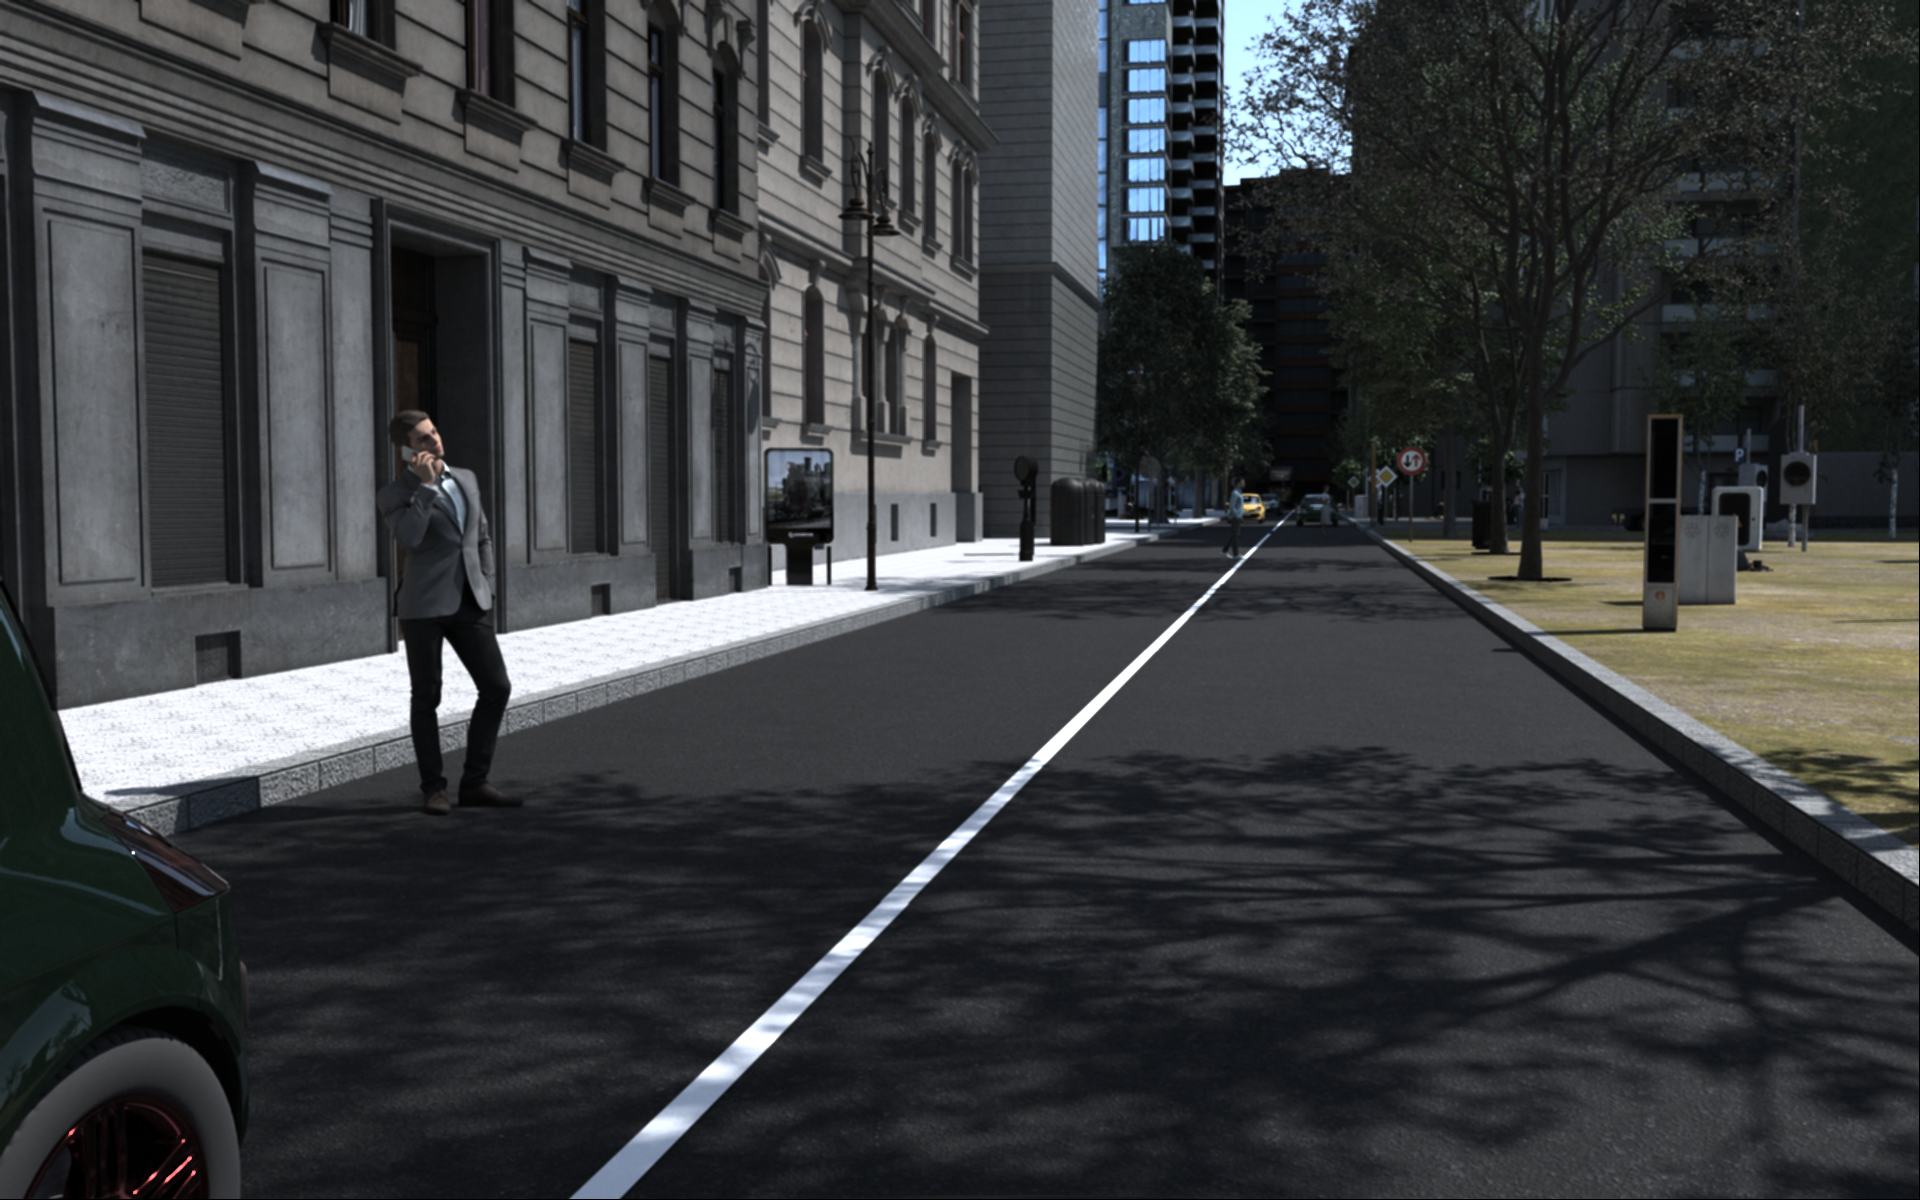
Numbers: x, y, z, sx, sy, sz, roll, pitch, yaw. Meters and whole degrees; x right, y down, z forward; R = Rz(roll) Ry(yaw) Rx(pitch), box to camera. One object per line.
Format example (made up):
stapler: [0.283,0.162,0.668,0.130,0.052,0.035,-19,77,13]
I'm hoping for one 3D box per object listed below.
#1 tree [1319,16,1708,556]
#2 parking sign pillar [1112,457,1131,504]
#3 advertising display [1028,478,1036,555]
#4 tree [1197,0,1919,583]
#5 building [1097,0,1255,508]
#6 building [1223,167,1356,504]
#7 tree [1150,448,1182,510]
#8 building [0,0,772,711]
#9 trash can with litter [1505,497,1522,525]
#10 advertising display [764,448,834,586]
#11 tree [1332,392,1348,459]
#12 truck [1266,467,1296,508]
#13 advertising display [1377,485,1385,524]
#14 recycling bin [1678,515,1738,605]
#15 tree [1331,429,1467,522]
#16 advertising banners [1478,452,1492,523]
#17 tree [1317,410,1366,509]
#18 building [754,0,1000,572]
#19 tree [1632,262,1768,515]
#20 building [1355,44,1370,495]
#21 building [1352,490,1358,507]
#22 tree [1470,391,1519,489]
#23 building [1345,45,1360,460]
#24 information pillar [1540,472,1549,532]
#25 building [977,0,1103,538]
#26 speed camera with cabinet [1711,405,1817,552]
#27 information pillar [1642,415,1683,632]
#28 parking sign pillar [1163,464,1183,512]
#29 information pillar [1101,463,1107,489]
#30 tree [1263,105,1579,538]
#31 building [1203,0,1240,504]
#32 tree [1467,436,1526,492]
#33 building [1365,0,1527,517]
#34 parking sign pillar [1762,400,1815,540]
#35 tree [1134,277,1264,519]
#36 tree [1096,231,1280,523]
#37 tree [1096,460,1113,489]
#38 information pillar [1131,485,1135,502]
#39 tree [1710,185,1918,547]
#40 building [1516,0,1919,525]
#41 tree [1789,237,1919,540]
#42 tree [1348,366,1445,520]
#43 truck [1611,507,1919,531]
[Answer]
tree: [11.478,-6.768,36.411,9.928,11.665,9.643,0,3,0]
parking sign pillar: [11.498,-8.254,123.433,1.447,3.967,1.447,2,4,35]
advertising display: [1.514,-1.940,36.936,0.123,1.923,0.974,0,4,-3]
tree: [8.595,-7.032,25.345,12.009,13.543,11.850,0,3,0]
building: [19.647,-54.726,207.437,31.000,86.520,22.319,1,4,11]
building: [45.885,-35.530,235.543,28.867,44.769,22.147,1,4,11]
tree: [14.189,-10.298,118.739,4.737,8.622,4.395,0,3,0]
building: [-8.982,-10.157,15.217,9.793,20.994,18.267,1,4,11]
trash can with litter: [23.253,-3.749,72.689,1.055,1.170,0.624,-1,4,-10]
advertising display: [-2.261,-1.169,24.321,0.974,1.923,0.123,-1,4,-17]
tree: [23.037,-8.850,95.057,4.737,8.622,4.395,0,3,0]
truck: [33.657,-11.754,181.091,2.839,4.237,11.283,1,4,13]
advertising display: [17.735,-4.148,73.041,0.123,1.923,0.974,0,4,2]
recycling bin: [8.660,-0.481,20.421,0.722,1.027,0.722,0,4,1]
tree: [20.539,-5.961,81.181,4.285,4.588,4.351,0,3,0]
advertising banners: [22.026,-4.676,72.641,0.090,3.025,2.074,2,4,34]
tree: [33.385,-12.205,149.908,4.360,8.622,3.978,0,3,0]
building: [-7.678,-15.234,36.458,14.401,28.519,23.554,1,4,11]
tree: [23.820,-6.436,55.589,4.737,8.622,4.395,0,3,0]
building: [43.738,-31.108,158.730,14.600,45.320,14.200,1,4,11]
building: [50.504,-45.020,174.323,20.563,71.187,20.611,1,4,11]
tree: [30.255,-8.810,94.408,4.360,8.622,3.978,0,3,0]
building: [58.505,-37.219,197.765,28.713,52.752,27.495,1,4,11]
information pillar: [19.707,-3.311,58.623,0.304,2.012,0.304,3,5,45]
building: [-10.690,-17.140,57.736,29.804,29.767,11.434,1,4,11]
speed camera with cabinet: [18.046,-2.723,38.857,2.038,3.252,0.660,2,4,31]
information pillar: [6.576,-0.717,16.214,0.304,2.012,0.304,1,4,23]
parking sign pillar: [15.611,-8.471,126.981,1.447,3.967,1.447,0,3,0]
information pillar: [10.397,-8.172,124.972,0.504,3.616,0.183,-2,4,-31]
tree: [14.050,-8.121,50.902,7.486,12.596,7.792,0,3,0]
building: [19.755,-45.674,185.026,20.563,71.187,20.611,1,4,11]
tree: [25.967,-6.131,83.961,4.285,4.588,4.351,0,3,0]
building: [31.877,-20.374,104.818,14.160,30.474,14.107,1,4,11]
parking sign pillar: [23.339,-3.691,48.821,1.447,3.967,1.447,0,4,-7]
tree: [12.461,-10.568,90.918,7.486,12.596,7.792,0,3,0]
tree: [8.638,-9.710,75.762,9.611,12.733,9.660,0,3,0]
tree: [11.233,-9.774,143.524,4.285,4.588,4.351,0,3,0]
information pillar: [13.765,-8.187,138.351,0.304,2.012,0.304,0,4,-7]
tree: [20.492,-5.596,41.865,4.360,8.622,3.978,0,3,0]
building: [31.528,-23.776,72.331,14.086,41.232,14.154,1,4,11]
tree: [27.804,-6.155,50.992,4.360,8.622,3.978,0,3,0]
tree: [22.102,-8.342,86.758,4.737,8.622,4.395,0,3,0]
truck: [32.549,-4.277,59.690,18.799,4.110,2.967,1,4,10]
